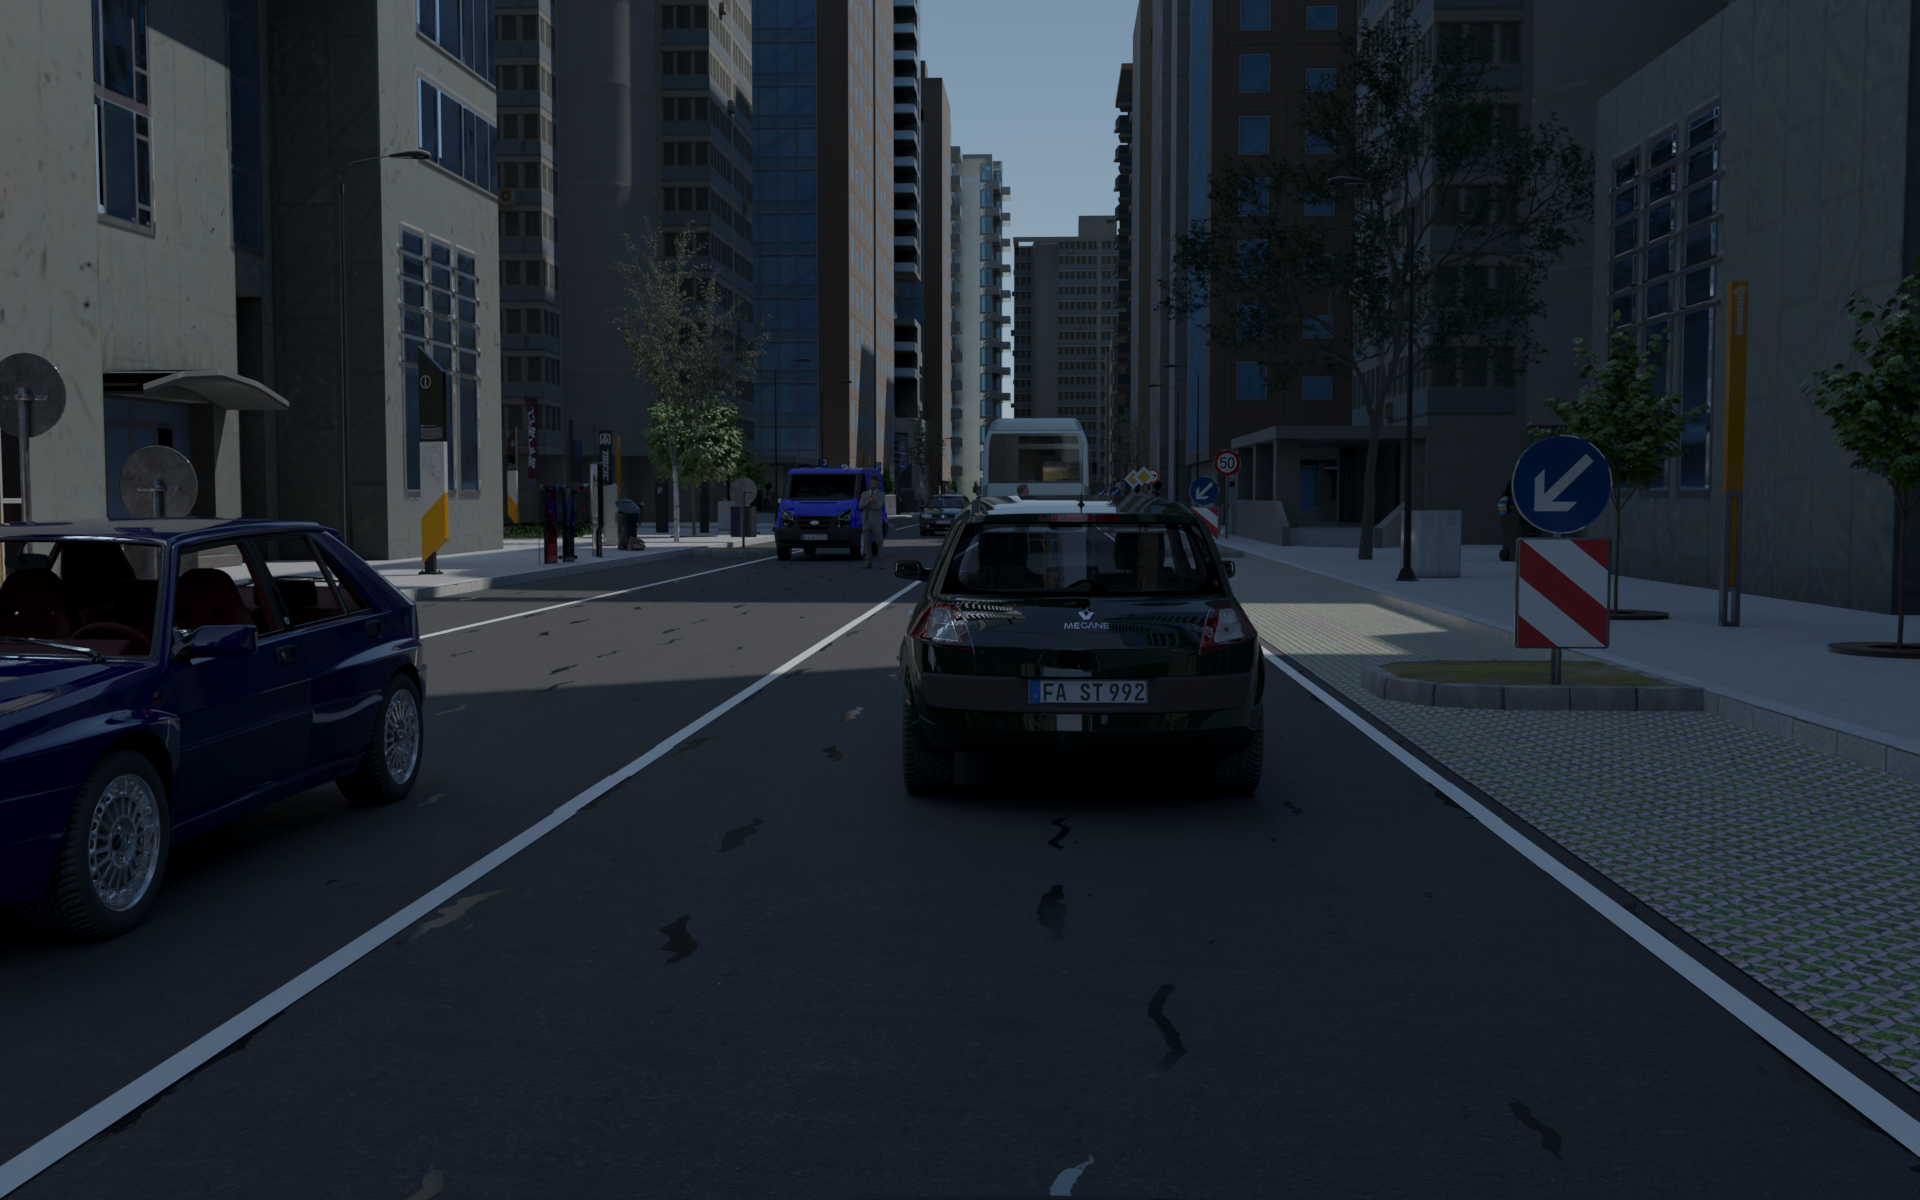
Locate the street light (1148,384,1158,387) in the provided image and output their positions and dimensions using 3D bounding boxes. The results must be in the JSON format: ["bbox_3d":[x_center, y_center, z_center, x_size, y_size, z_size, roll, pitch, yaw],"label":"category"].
[{"bbox_3d":[8.631,-6.151,73.111,1.470,5.913,1.316,0,4,3],"label":"street light"}]

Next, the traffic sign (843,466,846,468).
[{"bbox_3d":[-4.186,-3.615,62.755,0.795,2.450,0.064,0,4,3],"label":"traffic sign"}]

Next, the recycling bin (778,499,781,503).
[{"bbox_3d":[-9.938,-5.266,98.658,0.722,1.027,0.722,3,4,38],"label":"recycling bin"}]

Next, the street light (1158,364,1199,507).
[{"bbox_3d":[7.974,-5.474,62.037,1.470,5.913,1.316,0,4,3],"label":"street light"}]

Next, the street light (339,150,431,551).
[{"bbox_3d":[-7.828,-3.119,23.543,1.470,5.913,1.316,0,4,3],"label":"street light"}]

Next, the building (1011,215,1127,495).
[{"bbox_3d":[19.278,-33.786,244.289,23.993,40.220,32.217,0,4,3],"label":"building"}]

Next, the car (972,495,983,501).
[{"bbox_3d":[1.905,-6.792,123.044,2.014,1.417,4.499,0,4,4],"label":"car"}]

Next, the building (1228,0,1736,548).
[{"bbox_3d":[24.364,-21.742,47.370,32.217,40.220,23.993,0,4,3],"label":"building"}]

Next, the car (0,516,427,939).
[{"bbox_3d":[-3.506,0.352,6.831,1.945,1.354,3.894,0,4,2],"label":"car"}]

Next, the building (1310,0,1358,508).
[{"bbox_3d":[21.534,-29.262,128.542,14.600,45.320,14.200,0,4,3],"label":"building"}]

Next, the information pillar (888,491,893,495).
[{"bbox_3d":[-5.094,-7.458,126.433,0.304,2.012,0.304,3,5,39],"label":"information pillar"}]

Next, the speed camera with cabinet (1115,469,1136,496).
[{"bbox_3d":[12.943,-8.628,135.404,0.660,3.252,2.038,3,5,40],"label":"speed camera with cabinet"}]

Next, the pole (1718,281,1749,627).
[{"bbox_3d":[7.463,-1.399,16.711,0.158,3.312,0.155,0,3,0],"label":"pole"}]

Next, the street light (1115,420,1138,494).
[{"bbox_3d":[10.576,-8.330,108.744,1.470,5.913,1.316,0,4,3],"label":"street light"}]

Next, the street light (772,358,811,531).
[{"bbox_3d":[-5.778,-5.312,59.388,1.470,5.913,1.316,0,4,3],"label":"street light"}]

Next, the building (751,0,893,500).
[{"bbox_3d":[-12.600,-29.503,132.488,14.600,45.320,14.200,0,4,3],"label":"building"}]

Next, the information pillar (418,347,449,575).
[{"bbox_3d":[-8.375,-2.212,27.518,0.504,3.616,0.183,1,4,22],"label":"information pillar"}]

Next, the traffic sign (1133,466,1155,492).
[{"bbox_3d":[6.591,-3.579,62.160,0.795,2.450,0.064,0,4,3],"label":"traffic sign"}]

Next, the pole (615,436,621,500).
[{"bbox_3d":[-12.057,-4.115,61.120,0.158,3.312,0.155,0,3,0],"label":"pole"}]

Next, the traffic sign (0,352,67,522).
[{"bbox_3d":[-8.415,-0.948,15.605,0.768,2.556,0.104,0,4,5],"label":"traffic sign"}]

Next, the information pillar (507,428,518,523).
[{"bbox_3d":[-15.848,-4.283,61.382,0.504,3.616,0.183,3,4,37],"label":"information pillar"}]

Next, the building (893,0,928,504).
[{"bbox_3d":[-13.747,-51.833,160.135,22.319,86.520,31.000,0,4,3],"label":"building"}]

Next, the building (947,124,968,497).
[{"bbox_3d":[-15.163,-36.103,209.888,30.456,49.044,23.786,0,4,3],"label":"building"}]

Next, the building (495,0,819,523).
[{"bbox_3d":[-23.178,-23.939,83.282,32.217,40.220,23.993,0,4,3],"label":"building"}]

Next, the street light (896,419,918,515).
[{"bbox_3d":[-3.270,-8.212,106.804,1.470,5.913,1.316,0,4,3],"label":"street light"}]

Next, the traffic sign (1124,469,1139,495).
[{"bbox_3d":[7.018,-4.067,70.134,0.795,2.450,0.064,0,4,3],"label":"traffic sign"}]

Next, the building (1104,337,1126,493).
[{"bbox_3d":[31.324,-21.993,204.623,27.650,21.520,28.899,0,4,3],"label":"building"}]

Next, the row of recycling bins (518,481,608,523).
[{"bbox_3d":[-13.045,-3.059,57.136,1.069,1.692,3.534,3,4,39],"label":"row of recycling bins"}]

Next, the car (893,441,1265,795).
[{"bbox_3d":[0.602,0.008,9.660,2.009,1.686,4.222,0,4,1],"label":"car"}]

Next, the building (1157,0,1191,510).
[{"bbox_3d":[21.986,-34.063,98.921,21.231,58.520,28.212,0,4,3],"label":"building"}]

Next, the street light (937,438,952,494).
[{"bbox_3d":[-1.331,-10.391,142.437,1.470,5.913,1.316,0,4,3],"label":"street light"}]

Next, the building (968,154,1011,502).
[{"bbox_3d":[-8.107,-38.051,241.740,30.456,49.044,23.786,0,4,3],"label":"building"}]

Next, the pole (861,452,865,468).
[{"bbox_3d":[-4.720,-5.515,84.014,0.158,3.312,0.155,0,3,0],"label":"pole"}]

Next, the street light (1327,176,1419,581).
[{"bbox_3d":[6.071,-3.237,25.473,1.470,5.913,1.316,0,4,3],"label":"street light"}]

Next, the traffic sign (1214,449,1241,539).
[{"bbox_3d":[7.618,-3.018,49.447,0.768,2.556,0.104,0,4,5],"label":"traffic sign"}]

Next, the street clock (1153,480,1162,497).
[{"bbox_3d":[10.458,-5.335,91.802,0.358,2.002,0.471,-2,4,-32],"label":"street clock"}]

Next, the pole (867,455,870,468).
[{"bbox_3d":[-4.761,-5.872,89.852,0.158,3.312,0.155,0,3,0],"label":"pole"}]

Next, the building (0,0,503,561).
[{"bbox_3d":[-20.614,-43.431,22.762,22.319,86.520,31.000,0,4,3],"label":"building"}]

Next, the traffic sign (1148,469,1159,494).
[{"bbox_3d":[9.619,-5.309,86.908,0.768,2.556,0.104,0,4,7],"label":"traffic sign"}]

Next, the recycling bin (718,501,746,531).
[{"bbox_3d":[-7.980,-2.938,60.588,0.722,1.027,0.722,2,4,31],"label":"recycling bin"}]

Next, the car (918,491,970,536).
[{"bbox_3d":[-0.420,-3.114,60.700,2.009,1.686,4.222,0,4,4],"label":"car"}]

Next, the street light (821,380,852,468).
[{"bbox_3d":[-5.093,-6.010,70.798,1.470,5.913,1.316,0,4,3],"label":"street light"}]

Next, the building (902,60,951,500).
[{"bbox_3d":[-8.306,-32.635,183.693,14.600,45.320,14.200,0,4,3],"label":"building"}]

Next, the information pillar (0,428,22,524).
[{"bbox_3d":[-9.007,-0.723,16.312,0.304,2.012,0.304,2,4,23],"label":"information pillar"}]

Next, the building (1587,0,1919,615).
[{"bbox_3d":[20.739,-42.658,10.129,22.319,86.520,31.000,0,4,3],"label":"building"}]

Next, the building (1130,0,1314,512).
[{"bbox_3d":[22.384,-30.752,152.900,14.600,45.320,14.200,0,4,3],"label":"building"}]

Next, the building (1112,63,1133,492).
[{"bbox_3d":[26.744,-31.820,174.881,22.147,44.769,28.867,0,4,3],"label":"building"}]

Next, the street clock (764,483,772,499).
[{"bbox_3d":[-10.702,-5.614,96.354,0.471,2.002,0.358,-1,4,-21],"label":"street clock"}]

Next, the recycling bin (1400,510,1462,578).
[{"bbox_3d":[7.267,-0.868,26.747,0.722,1.027,0.722,0,4,-7],"label":"recycling bin"}]

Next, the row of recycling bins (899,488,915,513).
[{"bbox_3d":[-3.824,-7.027,122.007,1.069,1.692,3.534,0,4,7],"label":"row of recycling bins"}]

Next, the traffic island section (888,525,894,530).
[{"bbox_3d":[-3.784,-2.967,70.792,2.009,0.180,2.903,0,4,3],"label":"traffic island section"}]
